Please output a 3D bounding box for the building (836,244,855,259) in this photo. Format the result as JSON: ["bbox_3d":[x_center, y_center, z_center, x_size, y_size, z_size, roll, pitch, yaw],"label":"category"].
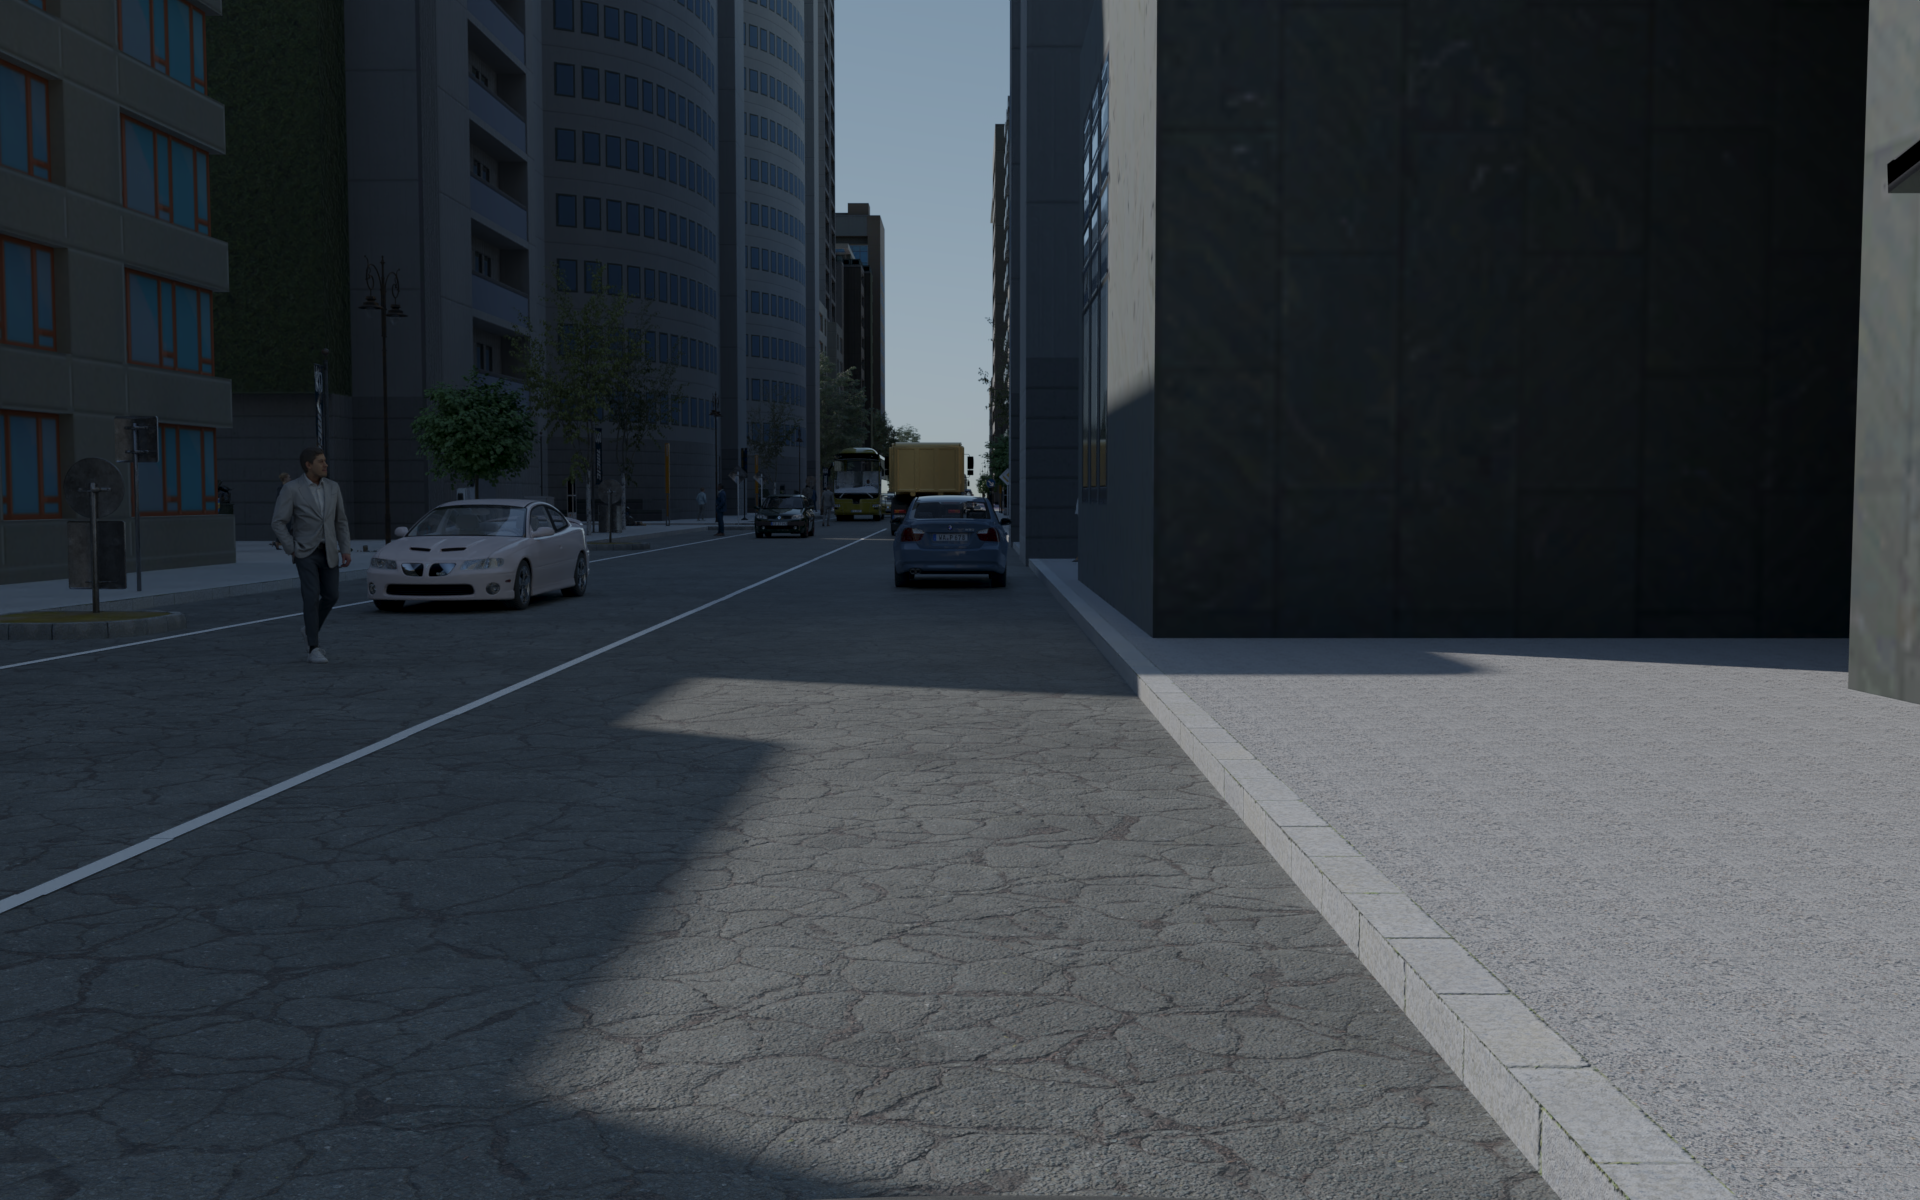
[{"bbox_3d":[-27.654,-34.156,250.323,32.217,40.220,23.993,0,4,0],"label":"building"}]

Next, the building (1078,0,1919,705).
[{"bbox_3d":[12.851,-42.511,7.733,22.319,86.520,31.000,0,4,0],"label":"building"}]

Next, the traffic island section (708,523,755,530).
[{"bbox_3d":[-8.993,-2.919,70.010,2.009,0.180,2.903,0,4,0],"label":"traffic island section"}]

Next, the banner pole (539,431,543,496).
[{"bbox_3d":[-16.899,-4.839,69.139,0.401,3.779,0.863,3,5,43],"label":"banner pole"}]

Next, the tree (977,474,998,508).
[{"bbox_3d":[2.948,-11.338,179.973,1.663,3.219,1.824,0,3,0],"label":"tree"}]

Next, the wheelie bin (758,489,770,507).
[{"bbox_3d":[-11.193,-5.523,98.207,0.980,1.594,0.693,-2,4,-34],"label":"wheelie bin"}]

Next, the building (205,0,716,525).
[{"bbox_3d":[-23.711,-33.600,91.354,21.231,58.520,28.212,0,4,0],"label":"building"}]

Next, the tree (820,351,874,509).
[{"bbox_3d":[-11.869,-14.793,148.512,9.857,13.997,8.962,0,3,0],"label":"tree"}]

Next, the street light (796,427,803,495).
[{"bbox_3d":[-10.823,-8.816,116.926,0.468,5.910,1.993,0,4,0],"label":"street light"}]

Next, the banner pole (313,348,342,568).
[{"bbox_3d":[-10.892,-2.423,29.634,0.401,3.779,0.863,0,4,-3],"label":"banner pole"}]

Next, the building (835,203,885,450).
[{"bbox_3d":[-18.899,-37.893,269.666,14.600,45.320,14.200,0,4,0],"label":"building"}]

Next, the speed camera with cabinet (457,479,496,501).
[{"bbox_3d":[-13.225,-3.239,47.298,0.660,3.252,2.038,-2,4,-30],"label":"speed camera with cabinet"}]

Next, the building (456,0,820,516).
[{"bbox_3d":[-22.108,-35.810,127.491,21.231,58.520,28.212,0,4,0],"label":"building"}]

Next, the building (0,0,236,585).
[{"bbox_3d":[-27.369,-10.532,17.232,27.650,21.520,28.899,0,4,0],"label":"building"}]

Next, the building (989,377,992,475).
[{"bbox_3d":[18.513,-26.018,270.439,27.650,21.520,28.899,0,4,0],"label":"building"}]

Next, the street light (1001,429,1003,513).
[{"bbox_3d":[2.770,-8.658,114.341,0.468,5.910,1.993,0,4,0],"label":"street light"}]

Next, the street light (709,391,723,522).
[{"bbox_3d":[-10.996,-6.442,78.113,0.468,5.910,1.993,0,4,0],"label":"street light"}]

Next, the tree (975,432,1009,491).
[{"bbox_3d":[2.553,-5.916,80.439,4.285,4.588,4.351,0,3,0],"label":"tree"}]

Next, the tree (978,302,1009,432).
[{"bbox_3d":[2.673,-7.083,66.165,4.360,8.622,3.978,0,3,0],"label":"tree"}]

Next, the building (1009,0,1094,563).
[{"bbox_3d":[11.854,-30.855,46.477,21.231,58.520,28.212,0,4,0],"label":"building"}]

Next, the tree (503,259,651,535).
[{"bbox_3d":[-11.757,-6.307,53.474,4.737,8.622,4.395,0,3,0],"label":"tree"}]

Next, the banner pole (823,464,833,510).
[{"bbox_3d":[-10.889,-9.314,142.302,0.863,3.779,0.401,0,4,-7],"label":"banner pole"}]

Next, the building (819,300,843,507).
[{"bbox_3d":[-26.260,-19.791,168.619,27.650,21.520,28.899,0,4,0],"label":"building"}]

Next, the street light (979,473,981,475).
[{"bbox_3d":[3.545,-18.435,274.194,0.468,5.910,1.993,0,4,0],"label":"street light"}]

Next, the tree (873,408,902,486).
[{"bbox_3d":[-11.135,-19.188,230.725,9.611,12.733,9.660,0,3,0],"label":"tree"}]

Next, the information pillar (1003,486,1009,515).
[{"bbox_3d":[2.808,-6.095,104.137,0.304,2.012,0.304,2,4,26],"label":"information pillar"}]

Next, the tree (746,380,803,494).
[{"bbox_3d":[-12.114,-9.830,111.089,4.360,8.622,3.978,0,3,0],"label":"tree"}]

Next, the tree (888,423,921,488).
[{"bbox_3d":[-10.685,-24.864,313.185,9.857,13.997,8.962,0,3,0],"label":"tree"}]

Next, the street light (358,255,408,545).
[{"bbox_3d":[-11.184,-3.727,33.719,0.468,5.910,1.993,0,4,0],"label":"street light"}]

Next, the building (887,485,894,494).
[{"bbox_3d":[-27.117,-36.552,289.509,32.217,40.220,23.993,0,4,0],"label":"building"}]

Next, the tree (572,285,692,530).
[{"bbox_3d":[-11.858,-6.829,62.020,4.360,8.622,3.978,0,3,0],"label":"tree"}]

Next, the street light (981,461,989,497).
[{"bbox_3d":[3.299,-15.652,228.698,0.468,5.910,1.993,0,4,0],"label":"street light"}]

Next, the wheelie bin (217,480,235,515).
[{"bbox_3d":[-16.582,-1.876,38.580,0.980,1.594,0.693,3,5,44],"label":"wheelie bin"}]

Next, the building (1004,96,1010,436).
[{"bbox_3d":[16.123,-34.919,190.531,23.786,49.044,30.456,0,4,0],"label":"building"}]

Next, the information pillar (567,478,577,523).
[{"bbox_3d":[-17.349,-4.458,77.375,0.304,2.012,0.304,1,4,17],"label":"information pillar"}]

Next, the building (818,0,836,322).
[{"bbox_3d":[-22.149,-46.088,191.792,20.563,71.187,20.611,0,4,0],"label":"building"}]

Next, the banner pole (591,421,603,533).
[{"bbox_3d":[-12.077,-4.130,57.537,0.401,3.779,0.863,1,4,18],"label":"banner pole"}]

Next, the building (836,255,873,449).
[{"bbox_3d":[-17.962,-26.828,210.343,14.160,30.474,14.107,0,4,0],"label":"building"}]

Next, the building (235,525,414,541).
[{"bbox_3d":[-28.983,-31.406,55.480,28.212,58.520,21.231,0,4,0],"label":"building"}]

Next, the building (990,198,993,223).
[{"bbox_3d":[19.698,-43.326,297.625,28.713,52.752,27.495,0,4,0],"label":"building"}]

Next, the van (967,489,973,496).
[{"bbox_3d":[0.250,-7.931,136.680,2.013,2.044,4.112,0,4,-1],"label":"van"}]

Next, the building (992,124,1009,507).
[{"bbox_3d":[14.848,-36.259,216.532,21.300,48.544,21.600,0,4,0],"label":"building"}]
